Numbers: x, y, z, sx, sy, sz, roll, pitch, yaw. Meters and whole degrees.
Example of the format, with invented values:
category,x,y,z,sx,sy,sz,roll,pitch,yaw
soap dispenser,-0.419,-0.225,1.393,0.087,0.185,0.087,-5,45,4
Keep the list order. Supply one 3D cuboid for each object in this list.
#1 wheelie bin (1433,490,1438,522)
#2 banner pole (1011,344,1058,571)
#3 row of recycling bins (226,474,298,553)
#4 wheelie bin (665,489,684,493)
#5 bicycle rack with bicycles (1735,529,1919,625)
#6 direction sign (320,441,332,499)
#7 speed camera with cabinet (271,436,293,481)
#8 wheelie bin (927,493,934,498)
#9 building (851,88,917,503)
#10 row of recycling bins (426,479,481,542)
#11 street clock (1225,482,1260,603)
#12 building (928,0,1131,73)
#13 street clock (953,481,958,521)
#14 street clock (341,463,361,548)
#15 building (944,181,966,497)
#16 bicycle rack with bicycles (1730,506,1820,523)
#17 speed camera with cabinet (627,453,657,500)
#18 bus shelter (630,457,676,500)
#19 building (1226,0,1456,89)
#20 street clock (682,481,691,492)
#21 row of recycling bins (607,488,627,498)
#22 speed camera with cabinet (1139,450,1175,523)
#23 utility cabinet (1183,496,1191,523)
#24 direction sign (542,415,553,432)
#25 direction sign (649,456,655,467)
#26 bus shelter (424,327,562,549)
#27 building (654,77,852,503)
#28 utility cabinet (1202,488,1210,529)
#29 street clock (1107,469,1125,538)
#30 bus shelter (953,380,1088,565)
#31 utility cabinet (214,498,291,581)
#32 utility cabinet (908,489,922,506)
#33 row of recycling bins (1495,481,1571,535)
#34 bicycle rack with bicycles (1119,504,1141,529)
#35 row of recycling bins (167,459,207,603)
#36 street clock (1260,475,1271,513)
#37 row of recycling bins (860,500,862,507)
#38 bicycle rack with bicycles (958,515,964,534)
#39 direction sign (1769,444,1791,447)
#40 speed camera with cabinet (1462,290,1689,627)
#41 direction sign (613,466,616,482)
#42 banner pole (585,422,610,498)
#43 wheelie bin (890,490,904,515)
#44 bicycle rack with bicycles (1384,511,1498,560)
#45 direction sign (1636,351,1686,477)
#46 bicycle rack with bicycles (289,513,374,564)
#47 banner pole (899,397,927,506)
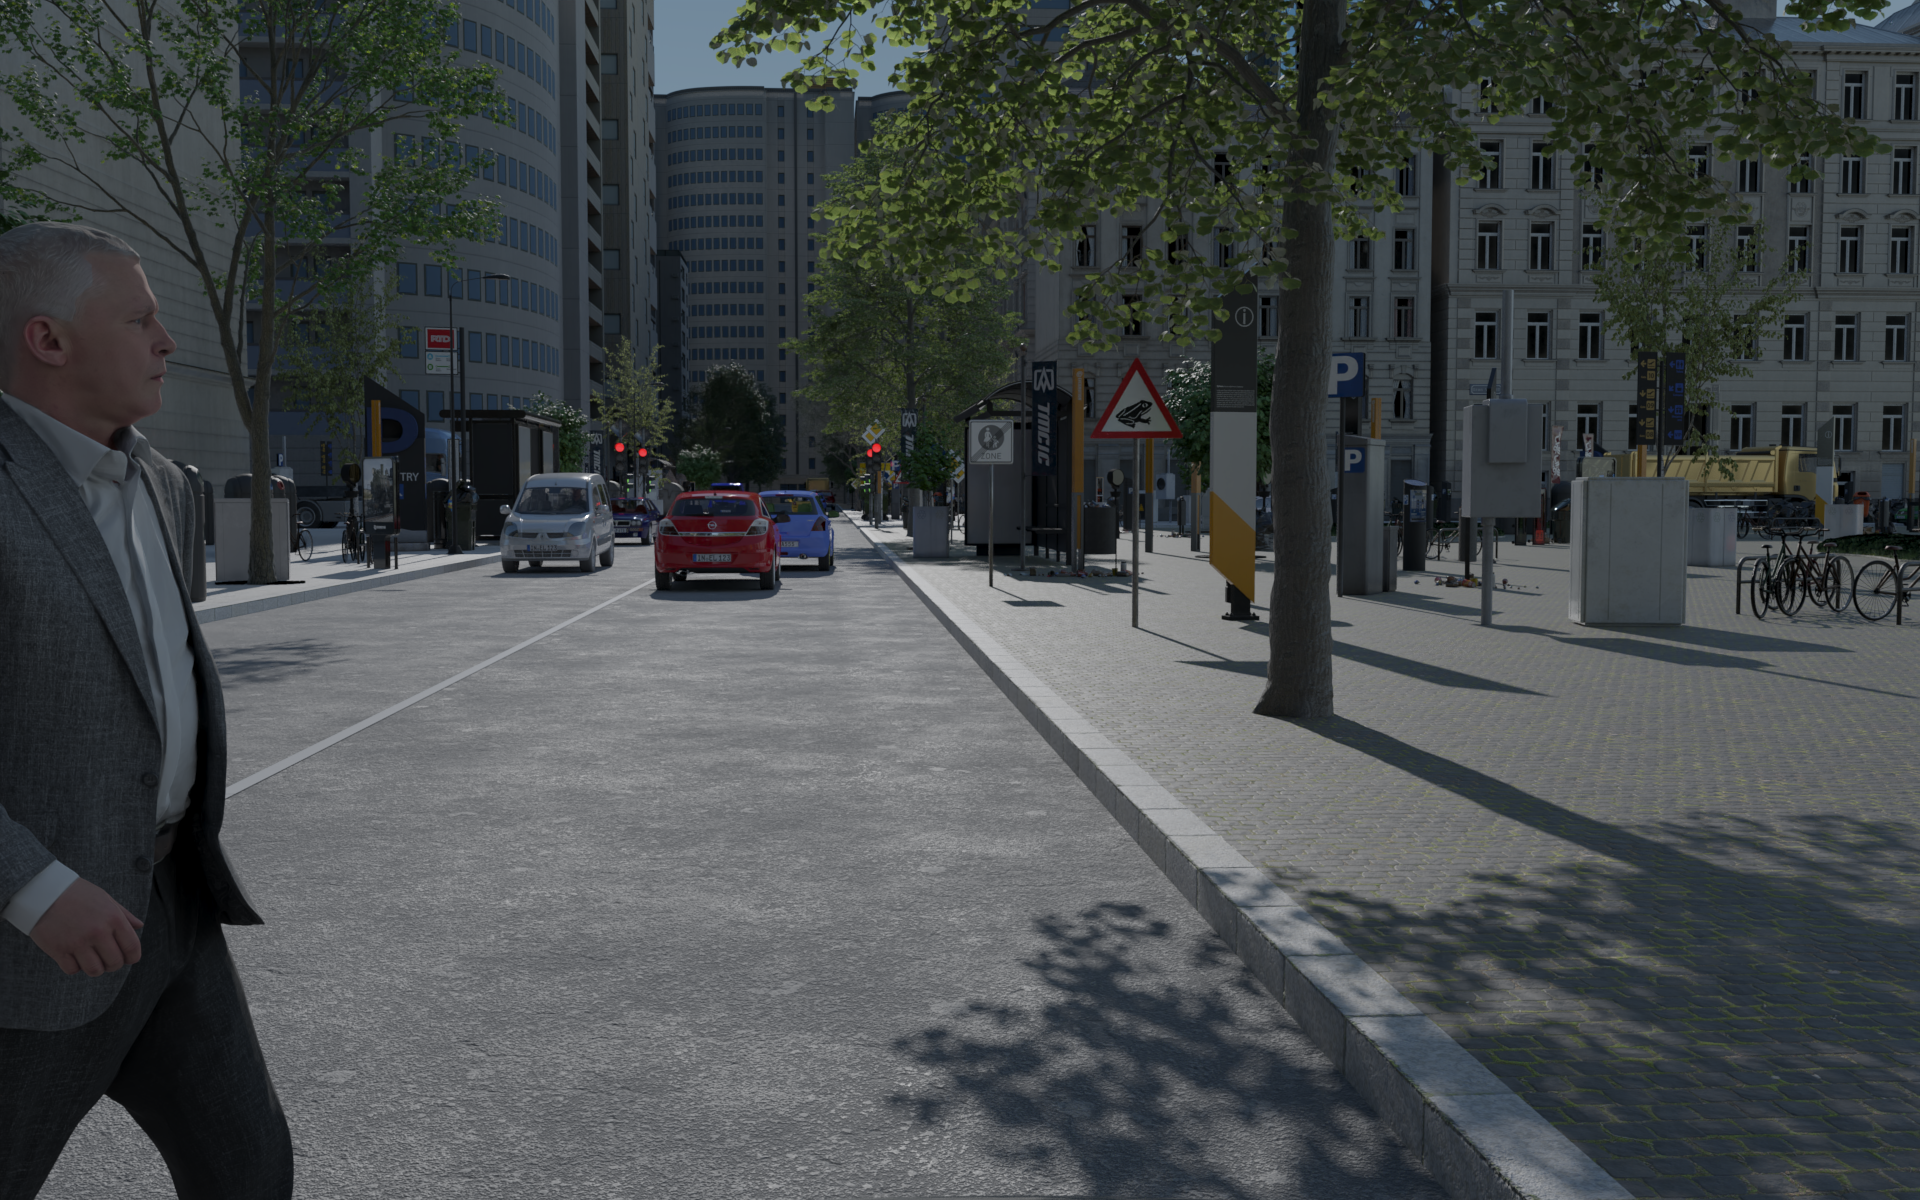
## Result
category,x,y,z,sx,sy,sz,roll,pitch,yaw
wheelie bin,20.335,-4.120,75.263,0.693,1.594,0.980,-2,4,-26
banner pole,1.255,-2.372,28.807,0.863,3.779,0.401,2,4,30
row of recycling bins,-14.829,-1.809,36.693,1.069,1.692,3.534,-1,4,-10
wheelie bin,-15.000,-4.986,89.427,0.980,1.594,0.693,-3,5,-43
bicycle rack with bicycles,9.303,-0.293,18.178,2.925,0.926,2.852,-2,4,-29
direction sign,-27.120,-5.027,74.194,0.379,3.537,0.876,1,4,10
speed camera with cabinet,-23.790,-3.988,59.542,2.038,3.252,0.660,2,4,34
wheelie bin,-2.164,-7.463,129.925,0.693,1.594,0.980,1,4,20
building,-0.842,-43.231,248.823,28.212,58.520,21.231,0,4,-4
row of recycling bins,-13.916,-2.482,47.693,1.069,1.692,3.534,0,4,-3
street clock,3.248,-0.973,20.487,0.471,2.002,0.358,0,4,2
building,7.179,-38.874,177.595,21.231,58.520,28.212,0,4,-4
street clock,-0.348,-4.787,82.837,0.471,2.002,0.358,-3,4,-37
street clock,-14.323,-2.215,40.783,0.358,2.002,0.471,1,4,18
building,5.440,-23.542,156.615,14.160,30.474,14.107,0,4,-4
bicycle rack with bicycles,22.980,-2.213,49.561,2.925,0.926,2.852,-1,4,-20
speed camera with cabinet,-15.455,-5.485,84.011,0.660,3.252,2.038,1,4,18
bus shelter,-17.313,-6.361,97.933,2.014,3.302,5.546,0,4,-4
building,45.580,-54.670,206.518,31.000,86.520,22.319,0,4,-4
street clock,-14.718,-5.428,93.324,0.358,2.002,0.471,2,4,30
row of recycling bins,-16.056,-4.502,80.725,1.069,1.692,3.534,0,4,-8
speed camera with cabinet,8.694,-5.081,77.403,0.660,3.252,2.038,-3,4,-38
utility cabinet,10.065,-3.965,75.991,0.306,1.237,1.020,2,4,25
direction sign,-11.897,-3.532,49.744,0.379,3.537,0.876,1,4,13
direction sign,-18.581,-6.874,104.379,0.379,3.537,0.876,-2,4,-34
bus shelter,-11.948,-4.081,44.357,2.179,5.291,8.768,0,4,-5
building,-29.220,-43.143,247.391,28.212,58.520,21.231,0,4,-4
utility cabinet,9.293,-3.277,62.263,1.173,1.500,0.318,0,4,6
street clock,4.502,-2.785,50.112,0.471,2.002,0.358,-2,4,-31
bus shelter,1.062,-2.417,33.445,2.014,3.302,5.546,0,4,-4
utility cabinet,-10.546,-0.897,25.823,1.020,1.237,0.306,-1,4,-17
utility cabinet,-2.138,-4.554,83.138,0.318,1.500,1.173,-1,4,-22
row of recycling bins,18.717,-2.930,55.018,3.534,1.692,1.069,0,4,4
bicycle rack with bicycles,5.162,-3.069,63.556,2.925,0.926,2.852,-3,5,-45
row of recycling bins,-9.516,-0.742,19.243,1.069,1.692,3.534,0,4,2
street clock,8.159,-2.562,46.462,0.358,2.002,0.471,3,5,42
row of recycling bins,-6.860,-7.946,137.027,1.069,1.692,3.534,2,4,27
bicycle rack with bicycles,1.555,-2.547,55.029,2.852,0.926,2.925,-2,4,-24
direction sign,37.122,-5.304,78.721,0.876,3.537,0.379,-1,4,-12
speed camera with cabinet,6.019,-1.386,16.989,2.038,3.252,0.660,0,4,7
direction sign,-28.296,-9.168,141.886,0.379,3.537,0.876,-2,4,-27
banner pole,-12.367,-4.268,59.807,0.863,3.779,0.401,-1,4,-18
wheelie bin,-3.817,-5.879,104.036,0.980,1.594,0.693,3,5,42
bicycle rack with bicycles,9.261,-1.305,34.718,2.925,0.926,2.852,-2,4,-34
direction sign,11.177,-2.183,27.682,0.876,3.537,0.379,-1,4,-17
bicycle rack with bicycles,-11.860,-1.178,32.650,2.852,0.926,2.925,0,4,-4
banner pole,-1.143,-3.339,44.613,0.863,3.779,0.401,-1,4,-17
